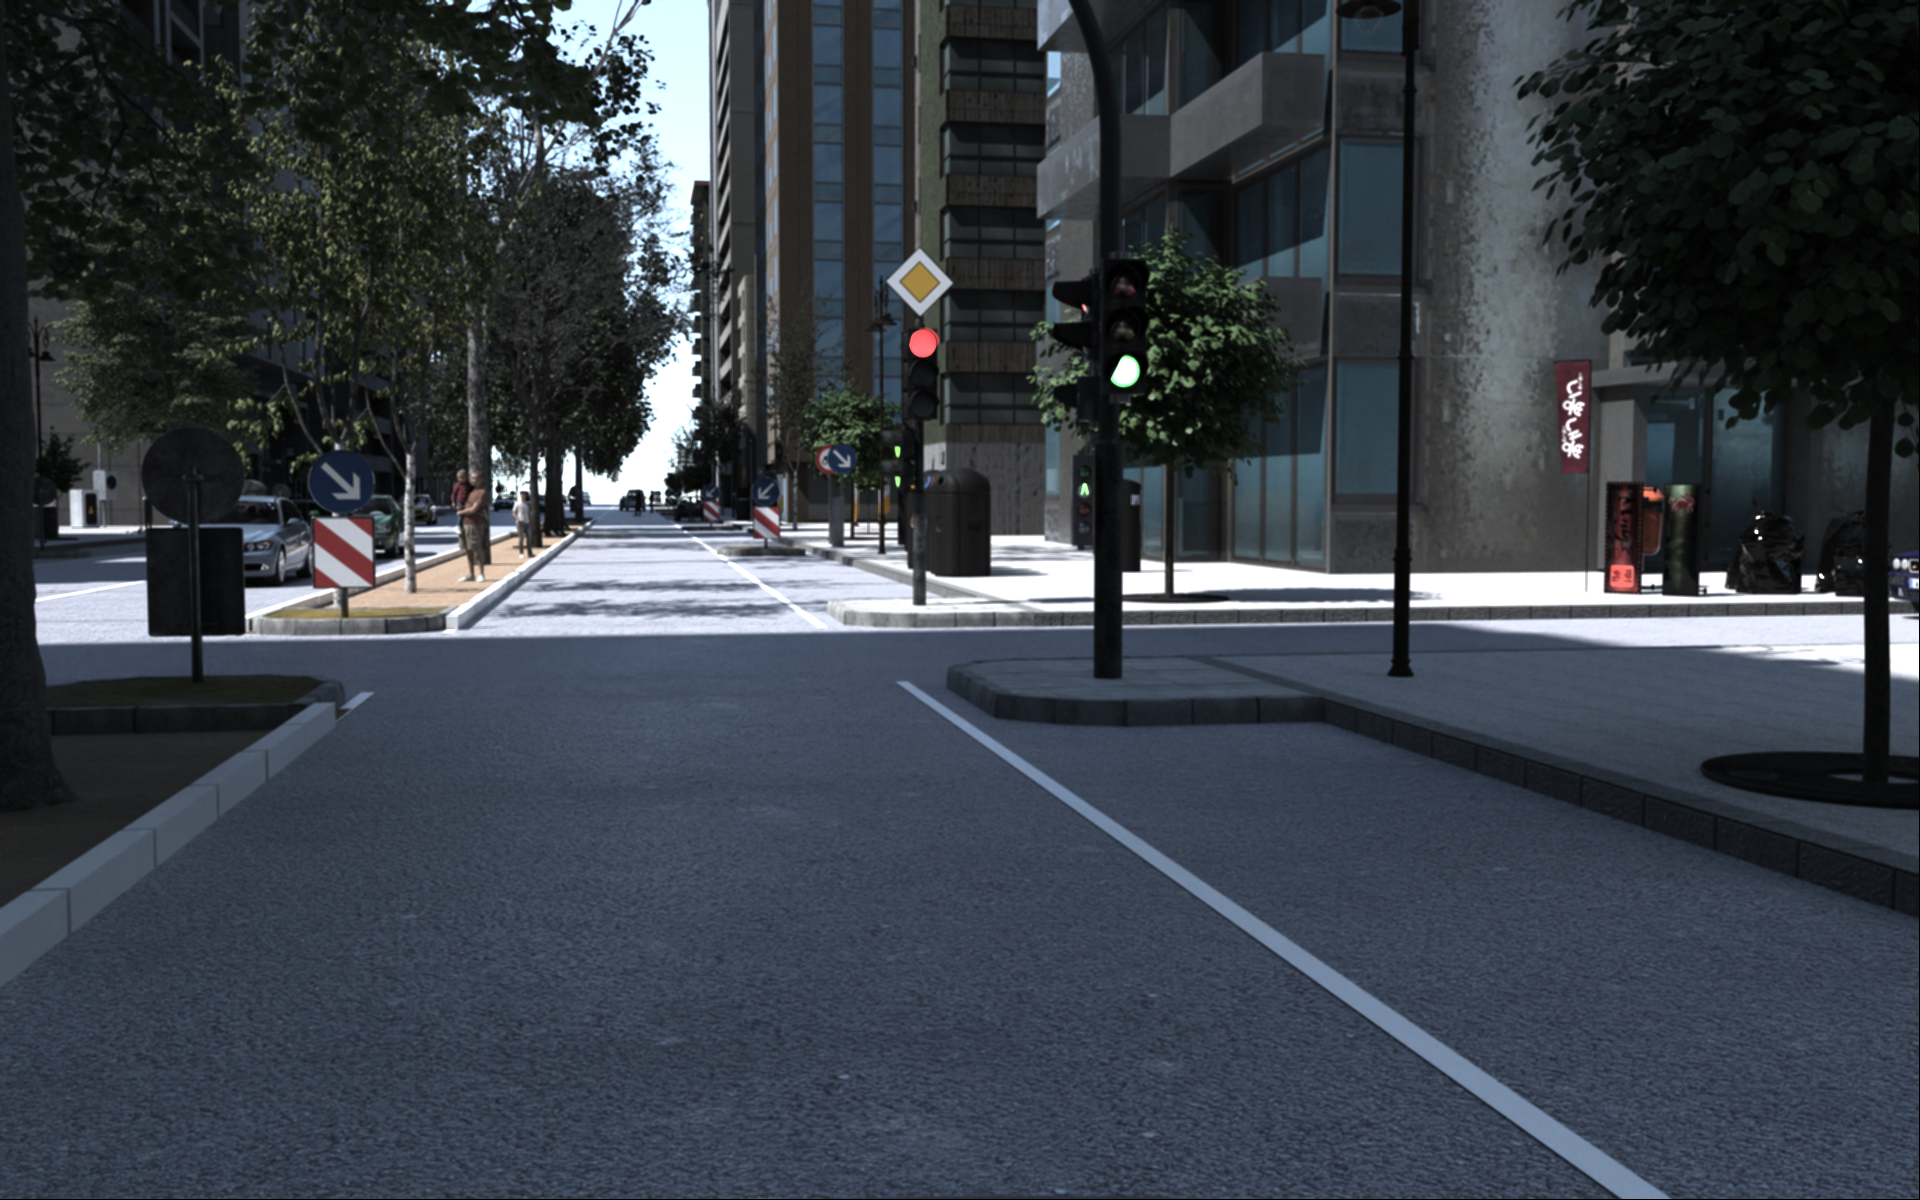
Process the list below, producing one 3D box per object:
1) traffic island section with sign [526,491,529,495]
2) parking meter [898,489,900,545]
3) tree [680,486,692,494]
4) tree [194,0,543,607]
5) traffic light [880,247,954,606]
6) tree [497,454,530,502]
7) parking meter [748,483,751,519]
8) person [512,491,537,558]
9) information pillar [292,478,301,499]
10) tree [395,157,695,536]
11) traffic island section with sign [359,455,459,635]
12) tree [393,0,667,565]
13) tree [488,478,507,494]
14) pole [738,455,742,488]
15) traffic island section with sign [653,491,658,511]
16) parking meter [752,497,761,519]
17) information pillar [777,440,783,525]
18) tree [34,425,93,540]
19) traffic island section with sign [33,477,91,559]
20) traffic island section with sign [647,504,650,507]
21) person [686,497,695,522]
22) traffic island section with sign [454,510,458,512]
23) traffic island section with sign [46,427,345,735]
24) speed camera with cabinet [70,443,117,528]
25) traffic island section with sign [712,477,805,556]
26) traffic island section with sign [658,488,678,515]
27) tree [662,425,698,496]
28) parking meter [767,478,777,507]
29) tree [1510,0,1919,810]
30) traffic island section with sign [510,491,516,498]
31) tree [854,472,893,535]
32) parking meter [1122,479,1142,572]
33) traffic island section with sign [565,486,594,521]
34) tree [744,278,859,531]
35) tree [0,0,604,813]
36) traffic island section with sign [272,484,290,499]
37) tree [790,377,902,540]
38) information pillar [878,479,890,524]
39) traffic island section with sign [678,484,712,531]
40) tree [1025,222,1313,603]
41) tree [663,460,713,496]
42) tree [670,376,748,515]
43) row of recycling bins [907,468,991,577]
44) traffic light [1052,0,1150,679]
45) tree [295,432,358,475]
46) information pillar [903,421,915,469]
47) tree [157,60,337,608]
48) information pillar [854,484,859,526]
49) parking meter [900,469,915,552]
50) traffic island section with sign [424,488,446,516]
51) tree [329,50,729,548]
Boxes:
[{"bbox_3d":[-55.662,-13.101,222.833,1.989,1.847,2.006,-1,4,-11],"label":"traffic island section with sign"},{"bbox_3d":[-1.351,-2.317,43.602,0.399,1.863,0.255,1,4,12],"label":"parking meter"},{"bbox_3d":[-31.567,-12.590,200.454,1.663,3.219,1.824,0,3,0],"label":"tree"},{"bbox_3d":[-7.993,-4.409,24.903,4.737,8.622,4.395,0,3,0],"label":"tree"},{"bbox_3d":[-0.486,-1.893,19.865,0.839,4.253,0.868,-1,4,-11],"label":"traffic light"},{"bbox_3d":[-61.423,-17.768,240.874,4.360,8.622,3.978,0,3,0],"label":"tree"},{"bbox_3d":[-10.886,-5.185,90.493,0.255,1.863,0.399,2,4,24],"label":"parking meter"},{"bbox_3d":[-9.741,-1.693,38.773,0.523,1.515,0.503,1,4,12],"label":"person"},{"bbox_3d":[-30.604,-4.613,79.916,0.304,2.012,0.304,2,4,31],"label":"information pillar"},{"bbox_3d":[-13.813,-8.489,58.264,9.611,12.733,9.660,0,3,0],"label":"tree"},{"bbox_3d":[-6.482,-0.634,18.500,2.006,1.907,1.989,-1,4,-11],"label":"traffic island section with sign"},{"bbox_3d":[-8.298,-10.719,33.609,12.611,20.169,13.585,0,3,0],"label":"tree"},{"bbox_3d":[-55.666,-13.127,209.219,1.663,3.219,1.824,0,3,0],"label":"tree"},{"bbox_3d":[-11.459,-5.903,90.354,0.158,3.312,0.155,0,3,0],"label":"pole"},{"bbox_3d":[-24.446,-8.316,144.586,1.989,1.847,2.006,-1,4,-11],"label":"traffic island section with sign"},{"bbox_3d":[-9.256,-4.501,79.307,0.255,1.863,0.399,0,4,2],"label":"parking meter"},{"bbox_3d":[-7.538,-4.950,72.287,0.183,3.616,0.504,1,4,22],"label":"information pillar"},{"bbox_3d":[-25.402,-3.302,48.587,1.663,3.219,1.824,0,3,0],"label":"tree"},{"bbox_3d":[-20.720,-1.847,38.832,1.989,1.847,2.006,-1,4,-11],"label":"traffic island section with sign"},{"bbox_3d":[-34.675,-11.613,198.507,1.989,1.847,2.006,-1,4,-11],"label":"traffic island section with sign"},{"bbox_3d":[-13.763,-4.623,88.366,0.640,1.303,0.475,2,4,35],"label":"person"},{"bbox_3d":[-40.203,-8.122,141.429,1.989,1.847,2.006,-1,4,-11],"label":"traffic island section with sign"},{"bbox_3d":[-5.110,-0.189,11.221,2.006,1.907,1.989,-1,4,-11],"label":"traffic island section with sign"},{"bbox_3d":[-33.144,-4.399,66.253,0.660,3.252,2.038,1,4,10],"label":"speed camera with cabinet"},{"bbox_3d":[-4.736,-1.970,40.830,1.989,1.847,2.006,-1,4,-11],"label":"traffic island section with sign"},{"bbox_3d":[-19.372,-6.684,117.908,1.989,1.847,2.006,-1,4,-11],"label":"traffic island section with sign"},{"bbox_3d":[-28.907,-14.091,180.752,4.360,8.622,3.978,0,3,0],"label":"tree"},{"bbox_3d":[-6.901,-3.524,63.327,0.399,1.863,0.255,0,4,4],"label":"parking meter"},{"bbox_3d":[4.162,-1.460,7.587,4.285,4.588,4.351,0,3,0],"label":"tree"},{"bbox_3d":[-50.535,-11.451,195.856,1.989,1.847,2.006,-1,4,-11],"label":"traffic island section with sign"},{"bbox_3d":[-2.868,-3.692,54.964,1.663,3.219,1.824,0,3,0],"label":"tree"},{"bbox_3d":[2.789,-1.229,28.500,0.372,1.533,0.369,0,3,0],"label":"parking meter"},{"bbox_3d":[-20.509,-5.149,92.323,2.006,1.907,1.989,-1,4,-11],"label":"traffic island section with sign"},{"bbox_3d":[-5.634,-6.714,60.130,4.360,8.622,3.978,0,3,0],"label":"tree"},{"bbox_3d":[-4.179,-5.295,7.158,7.486,12.596,7.792,0,3,0],"label":"tree"},{"bbox_3d":[-25.865,-3.505,65.931,1.989,1.847,2.006,-1,4,-11],"label":"traffic island section with sign"},{"bbox_3d":[-3.100,-3.966,48.556,4.285,4.588,4.351,0,3,0],"label":"tree"},{"bbox_3d":[-3.216,-5.011,73.278,0.504,3.616,0.183,-2,4,-28],"label":"information pillar"},{"bbox_3d":[-9.945,-3.644,68.207,1.989,1.847,2.006,-1,4,-11],"label":"traffic island section with sign"},{"bbox_3d":[2.614,-2.273,20.877,4.285,4.588,4.351,0,3,0],"label":"tree"},{"bbox_3d":[-24.210,-10.743,159.355,4.285,4.588,4.351,0,3,0],"label":"tree"},{"bbox_3d":[-14.859,-9.563,106.716,4.737,8.622,4.395,0,3,0],"label":"tree"},{"bbox_3d":[-0.170,-1.302,28.406,1.069,1.692,3.534,-1,4,-10],"label":"row of recycling bins"},{"bbox_3d":[-1.035,-2.252,11.491,4.771,5.953,1.251,-1,4,-11],"label":"traffic light"},{"bbox_3d":[-32.131,-6.413,88.572,4.285,4.588,4.351,0,3,0],"label":"tree"},{"bbox_3d":[-1.598,-3.894,55.018,0.504,3.616,0.183,0,4,5],"label":"information pillar"},{"bbox_3d":[-7.101,-4.084,19.585,4.737,8.622,4.395,0,3,0],"label":"tree"},{"bbox_3d":[-4.146,-4.766,69.282,0.183,3.616,0.504,1,4,13],"label":"information pillar"},{"bbox_3d":[-1.046,-2.007,38.532,0.399,1.863,0.255,1,4,16],"label":"parking meter"},{"bbox_3d":[-35.120,-6.483,114.620,1.989,1.847,2.006,-1,4,-11],"label":"traffic island section with sign"},{"bbox_3d":[-11.351,-8.135,45.842,12.009,13.543,11.850,0,3,0],"label":"tree"}]
